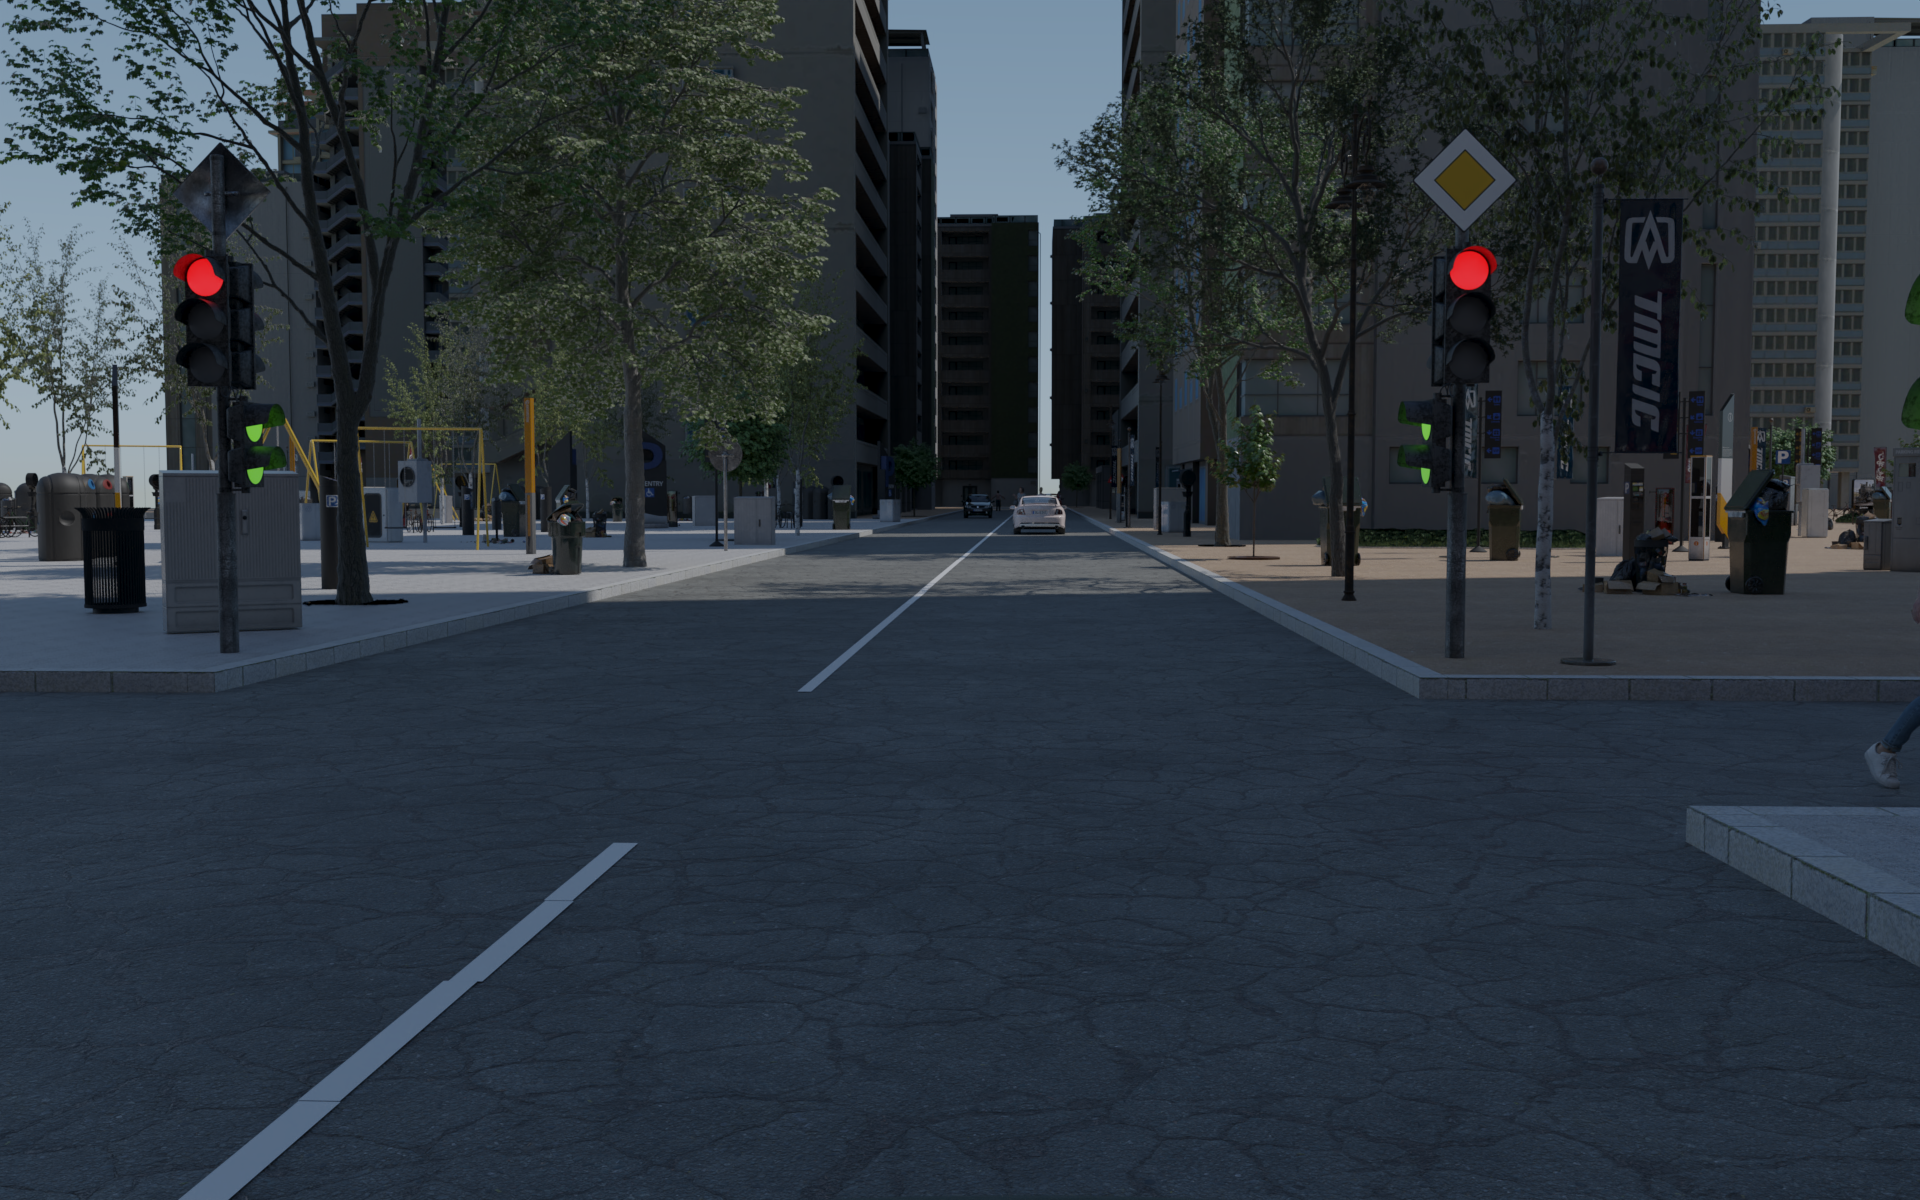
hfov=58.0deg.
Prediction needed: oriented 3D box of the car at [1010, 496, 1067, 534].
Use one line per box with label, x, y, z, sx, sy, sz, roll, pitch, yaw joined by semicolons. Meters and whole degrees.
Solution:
car;2.856;-3.090;62.890;2.083;1.381;4.827;0;4;1

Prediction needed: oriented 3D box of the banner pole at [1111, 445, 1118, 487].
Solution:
banner pole;7.087;-5.402;78.343;0.401;3.779;0.863;3;5;43

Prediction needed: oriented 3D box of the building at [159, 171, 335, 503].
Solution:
building;-62.862;-23.666;158.644;14.107;30.474;14.160;0;4;3

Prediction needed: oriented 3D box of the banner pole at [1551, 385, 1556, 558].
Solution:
banner pole;12.151;-2.759;35.123;0.863;3.779;0.401;-2;4;-29

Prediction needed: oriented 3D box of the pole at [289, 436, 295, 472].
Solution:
pole;-23.422;-4.095;60.800;0.158;3.312;0.155;0;3;0

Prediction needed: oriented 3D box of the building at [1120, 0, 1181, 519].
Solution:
building;20.374;-29.045;98.593;21.300;48.544;21.600;0;4;3

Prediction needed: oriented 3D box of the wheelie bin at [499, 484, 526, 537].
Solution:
wheelie bin;-13.403;-2.694;51.953;0.693;1.594;0.980;1;4;12

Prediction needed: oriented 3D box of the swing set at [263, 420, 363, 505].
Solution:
swing set;-13.339;-2.220;33.910;2.862;2.851;3.119;-1;4;-21

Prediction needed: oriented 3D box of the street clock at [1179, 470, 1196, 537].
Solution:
street clock;6.822;-2.899;51.970;0.471;2.002;0.358;-1;4;-14

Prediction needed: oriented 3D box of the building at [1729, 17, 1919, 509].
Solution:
building;78.276;-28.676;152.441;14.086;41.232;14.154;0;4;3

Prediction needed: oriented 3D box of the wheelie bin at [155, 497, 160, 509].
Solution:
wheelie bin;-31.764;-3.767;69.495;0.693;1.594;0.980;1;4;9

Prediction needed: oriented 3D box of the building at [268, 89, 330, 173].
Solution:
building;-58.805;-32.600;187.636;28.867;44.769;22.147;0;4;3

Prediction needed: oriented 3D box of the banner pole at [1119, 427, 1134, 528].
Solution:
banner pole;6.382;-4.568;64.704;0.401;3.779;0.863;-1;4;-12

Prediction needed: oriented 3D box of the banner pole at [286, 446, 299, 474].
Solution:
banner pole;-34.882;-6.141;90.427;0.863;3.779;0.401;1;4;10

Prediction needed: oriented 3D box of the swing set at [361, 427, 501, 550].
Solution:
swing set;-12.557;-2.633;40.672;3.119;2.851;2.862;-1;4;-10

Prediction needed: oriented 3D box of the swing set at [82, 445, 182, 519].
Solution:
swing set;-26.566;-3.533;55.378;3.119;2.851;2.862;-2;4;-23

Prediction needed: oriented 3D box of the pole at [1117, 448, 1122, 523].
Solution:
pole;7.108;-5.099;77.206;0.158;3.312;0.155;0;3;0

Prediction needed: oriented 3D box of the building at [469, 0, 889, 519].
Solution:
building;-15.633;-29.113;99.695;21.300;48.544;21.600;0;4;3

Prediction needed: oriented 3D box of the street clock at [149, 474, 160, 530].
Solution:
street clock;-28.884;-3.531;62.297;0.358;2.002;0.471;2;4;34

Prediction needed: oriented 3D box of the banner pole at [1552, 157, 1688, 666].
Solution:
banner pole;4.981;-1.404;12.977;0.863;3.779;0.401;0;4;2

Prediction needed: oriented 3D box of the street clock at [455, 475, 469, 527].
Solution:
street clock;-19.330;-3.833;67.241;0.471;2.002;0.358;0;4;5

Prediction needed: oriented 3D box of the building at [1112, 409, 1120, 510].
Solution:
building;22.938;-49.611;123.811;22.319;86.520;31.000;0;4;3

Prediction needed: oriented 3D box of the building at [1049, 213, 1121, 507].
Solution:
building;16.467;-25.016;180.708;14.107;30.474;14.160;0;4;3

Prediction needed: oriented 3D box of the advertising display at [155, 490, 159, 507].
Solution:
advertising display;-35.379;-4.407;77.261;0.974;1.923;0.123;-2;4;-29

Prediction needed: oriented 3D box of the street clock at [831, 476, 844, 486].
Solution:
street clock;-4.809;-3.872;67.869;0.471;2.002;0.358;-2;4;-25

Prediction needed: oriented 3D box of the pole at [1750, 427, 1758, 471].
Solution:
pole;24.212;-3.612;52.891;0.158;3.312;0.155;0;3;0

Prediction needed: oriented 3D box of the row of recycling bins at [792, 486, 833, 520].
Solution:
row of recycling bins;-7.201;-4.915;87.476;3.534;1.692;1.069;3;5;44

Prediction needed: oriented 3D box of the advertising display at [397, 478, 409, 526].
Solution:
advertising display;-22.287;-3.919;69.287;0.123;1.923;0.974;0;4;2

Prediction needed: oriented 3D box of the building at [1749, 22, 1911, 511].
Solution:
building;58.533;-27.629;143.621;23.993;40.220;32.217;0;4;3

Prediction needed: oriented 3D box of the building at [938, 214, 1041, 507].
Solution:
building;1.364;-25.062;181.470;14.107;30.474;14.160;0;4;3

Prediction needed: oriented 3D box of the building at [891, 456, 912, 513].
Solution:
building;-13.926;-41.698;120.014;20.563;71.187;20.611;0;4;3

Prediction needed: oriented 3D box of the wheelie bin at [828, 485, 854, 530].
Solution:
wheelie bin;-4.270;-3.322;62.229;0.980;1.594;0.693;0;4;3

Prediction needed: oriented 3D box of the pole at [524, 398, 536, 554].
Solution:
pole;-9.154;-2.631;36.867;0.158;3.312;0.155;0;3;0

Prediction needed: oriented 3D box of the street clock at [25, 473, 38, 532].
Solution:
street clock;-31.542;-3.323;58.904;0.358;2.002;0.471;0;4;-4

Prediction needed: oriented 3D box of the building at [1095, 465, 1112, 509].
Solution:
building;22.519;-43.537;150.080;20.563;71.187;20.611;0;4;3

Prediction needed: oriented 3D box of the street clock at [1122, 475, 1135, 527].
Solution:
street clock;6.543;-3.840;67.362;0.471;2.002;0.358;0;4;8

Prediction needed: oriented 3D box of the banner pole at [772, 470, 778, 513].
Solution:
banner pole;-9.340;-5.960;87.460;0.401;3.779;0.863;1;4;18

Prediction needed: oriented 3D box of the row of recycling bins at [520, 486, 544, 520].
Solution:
row of recycling bins;-21.431;-4.854;86.470;1.069;1.692;3.534;0;4;7

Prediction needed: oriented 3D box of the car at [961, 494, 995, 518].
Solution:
car;1.090;-5.758;103.936;2.009;1.686;4.222;0;4;1

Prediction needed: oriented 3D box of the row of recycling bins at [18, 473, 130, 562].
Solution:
row of recycling bins;-17.489;-1.678;34.546;1.069;1.692;3.534;-1;4;-9

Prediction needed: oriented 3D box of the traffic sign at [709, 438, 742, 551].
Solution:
traffic sign;-5.278;-2.377;38.964;0.768;2.556;0.104;0;4;6

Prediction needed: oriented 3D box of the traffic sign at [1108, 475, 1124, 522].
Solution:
traffic sign;7.333;-4.942;80.803;0.884;2.594;0.081;1;4;11

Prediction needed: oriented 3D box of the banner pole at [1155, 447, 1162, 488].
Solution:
banner pole;9.311;-5.570;81.082;0.401;3.779;0.863;2;4;30

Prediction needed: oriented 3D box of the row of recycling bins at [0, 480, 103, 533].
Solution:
row of recycling bins;-32.883;-3.365;62.123;3.534;1.692;1.069;-1;4;-21

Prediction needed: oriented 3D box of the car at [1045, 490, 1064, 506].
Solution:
car;7.534;-8.235;143.686;2.155;1.783;4.494;0;4;4

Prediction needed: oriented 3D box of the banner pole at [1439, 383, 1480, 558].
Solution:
banner pole;10.025;-2.733;34.708;0.401;3.779;0.863;-3;4;-37

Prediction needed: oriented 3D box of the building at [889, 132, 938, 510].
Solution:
building;-9.412;-22.428;138.400;14.160;30.474;14.107;0;4;3

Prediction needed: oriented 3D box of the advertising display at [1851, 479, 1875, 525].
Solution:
advertising display;37.979;-4.137;72.850;0.974;1.923;0.123;0;4;-7

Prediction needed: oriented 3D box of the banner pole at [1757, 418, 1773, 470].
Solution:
banner pole;26.636;-4.123;57.421;0.863;3.779;0.401;-1;4;-9
